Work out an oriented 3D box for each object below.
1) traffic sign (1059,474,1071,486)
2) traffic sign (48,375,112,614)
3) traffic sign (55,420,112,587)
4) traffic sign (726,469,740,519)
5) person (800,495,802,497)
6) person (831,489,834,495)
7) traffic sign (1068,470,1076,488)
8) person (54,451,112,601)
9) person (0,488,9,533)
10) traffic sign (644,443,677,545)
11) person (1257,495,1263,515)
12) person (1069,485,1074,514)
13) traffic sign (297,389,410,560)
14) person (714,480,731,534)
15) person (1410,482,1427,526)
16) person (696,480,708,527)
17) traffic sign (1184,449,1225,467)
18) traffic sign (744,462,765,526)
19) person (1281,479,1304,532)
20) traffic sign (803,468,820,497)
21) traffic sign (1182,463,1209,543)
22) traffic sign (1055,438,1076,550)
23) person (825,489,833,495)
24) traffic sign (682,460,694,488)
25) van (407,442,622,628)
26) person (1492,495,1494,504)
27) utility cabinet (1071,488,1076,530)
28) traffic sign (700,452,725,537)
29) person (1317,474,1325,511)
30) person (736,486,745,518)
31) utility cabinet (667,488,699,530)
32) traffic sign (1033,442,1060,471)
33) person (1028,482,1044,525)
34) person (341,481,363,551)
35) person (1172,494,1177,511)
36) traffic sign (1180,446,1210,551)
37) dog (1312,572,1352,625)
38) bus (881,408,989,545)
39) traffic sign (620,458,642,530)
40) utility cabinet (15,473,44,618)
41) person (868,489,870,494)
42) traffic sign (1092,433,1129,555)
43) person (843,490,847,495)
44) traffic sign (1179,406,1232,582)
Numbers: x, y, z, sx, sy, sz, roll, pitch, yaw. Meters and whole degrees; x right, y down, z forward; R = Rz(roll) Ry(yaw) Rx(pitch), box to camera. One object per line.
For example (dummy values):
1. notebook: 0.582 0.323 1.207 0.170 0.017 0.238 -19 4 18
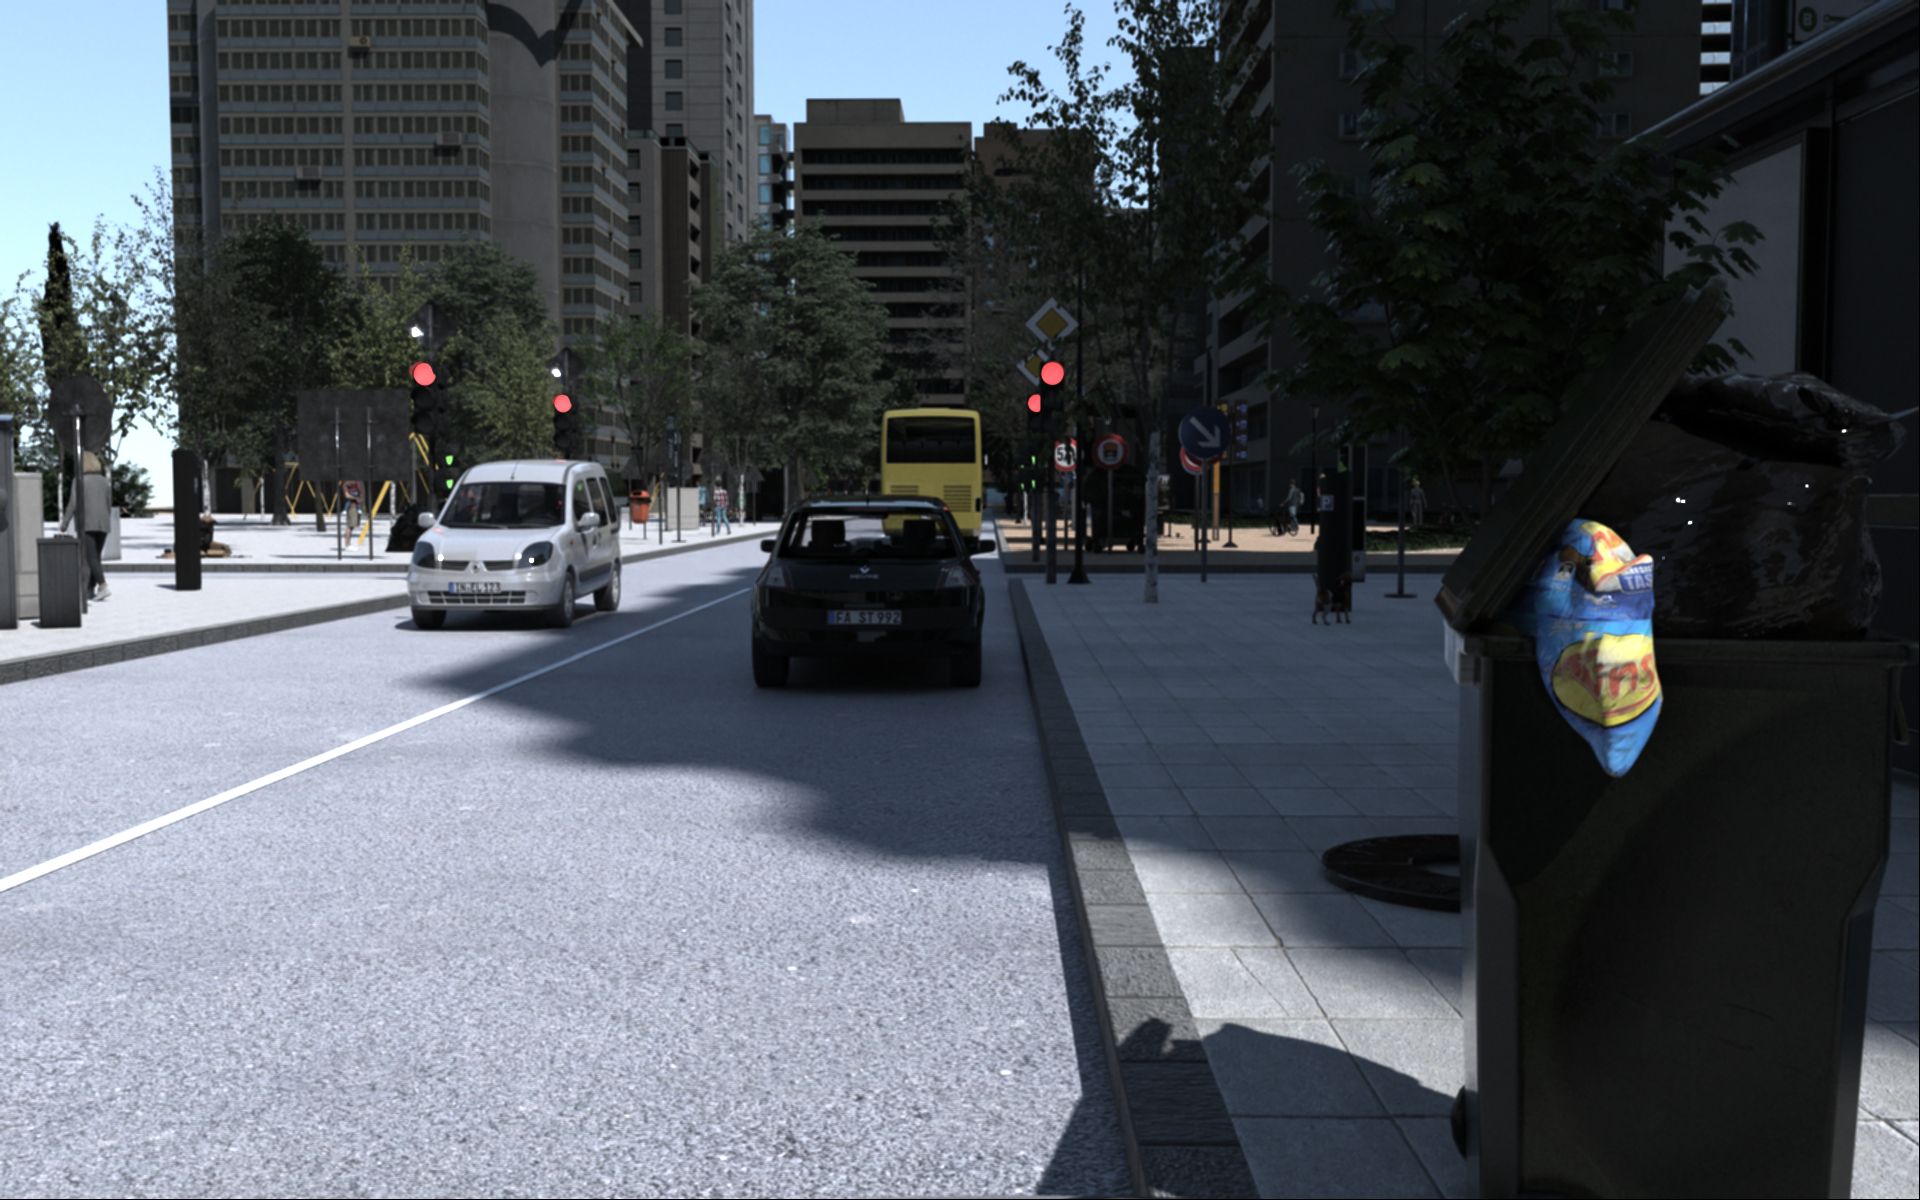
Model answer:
1. traffic sign: 6.582 -6.625 108.430 0.768 2.556 0.104 0 4 1
2. traffic sign: -9.402 -1.125 18.497 0.768 2.556 0.104 1 4 11
3. traffic sign: -11.489 -1.382 22.702 0.768 2.556 0.104 0 4 1
4. traffic sign: -11.589 -5.420 88.724 0.768 2.556 0.104 0 4 3
5. person: -16.346 -10.185 172.579 1.348 1.822 0.705 1 4 12
6. person: -13.337 -10.683 180.787 0.705 1.814 1.350 1 4 11
7. traffic sign: 4.964 -4.573 74.882 0.768 2.556 0.104 0 4 3
8. person: -10.518 -0.894 20.843 0.728 1.800 0.709 2 4 31
9. person: -6.099 -0.112 10.515 0.592 1.802 0.473 -2 4 -26
10. traffic sign: -7.587 -2.681 43.844 0.884 2.594 0.081 1 4 10
11. person: 14.028 -4.299 81.021 0.332 1.250 0.352 0 4 -3
12. person: 6.979 -6.133 106.200 0.514 1.842 0.818 -1 4 -22
13. traffic sign: -11.783 -2.433 33.661 2.265 3.308 0.079 0 4 7
14. person: -7.602 -2.944 55.021 0.563 1.720 0.643 -3 5 -41
15. person: 17.381 -3.627 65.761 0.576 1.772 0.534 -1 4 -10
16. person: -10.287 -3.832 68.564 0.638 1.841 0.748 -1 4 -9
17. traffic sign: 4.553 -1.968 32.282 0.768 2.556 0.104 1 4 11
18. traffic sign: -8.359 -4.303 70.359 0.884 2.594 0.081 0 4 3
19. person: 11.421 -3.243 59.408 0.721 1.781 0.623 2 4 25
20. traffic sign: -7.443 -5.315 86.900 0.884 2.594 0.081 1 4 9
21. traffic sign: 6.143 -2.747 45.022 0.768 2.556 0.104 0 4 3
22. traffic sign: 2.413 -2.399 39.332 0.768 2.556 0.104 0 4 4
23. person: -12.954 -10.121 171.486 1.348 1.831 0.705 -2 4 -28
24. traffic sign: -10.213 -3.906 63.971 0.768 2.556 0.104 1 4 9
25. van: -5.014 -0.785 19.842 2.013 2.044 4.112 0 4 0
26. person: 23.052 -4.149 75.693 0.589 1.601 0.330 2 4 24
27. utility cabinet: 4.434 -3.168 60.473 1.173 1.500 0.318 -2 4 -35
28. traffic sign: -7.417 -3.171 51.954 0.768 2.556 0.104 0 4 5
29. person: 9.972 -2.517 47.163 0.580 1.828 0.573 0 4 -8
30. person: -11.821 -5.340 93.601 0.600 1.795 0.529 -2 4 -30
31. utility cabinet: -9.880 -3.234 61.559 1.173 1.500 0.318 -2 4 -25
32. traffic sign: 2.055 -2.417 39.526 0.884 2.594 0.081 0 4 6
33. person: 2.765 -3.484 63.426 0.576 1.772 0.534 -2 4 -25
34. person: -13.767 -2.029 39.198 0.580 1.828 0.573 3 4 37
35. person: 13.357 -5.978 108.052 0.640 1.303 0.475 -1 4 -19
36. traffic sign: 5.303 -2.361 38.711 0.768 2.556 0.104 1 4 8
37. dog: 3.680 -0.019 17.140 0.406 0.507 0.540 1 4 10
38. bus: -0.630 -3.535 49.341 2.896 3.916 12.252 0 4 1
39. traffic sign: -11.838 -3.802 62.158 0.884 2.594 0.081 1 4 8
40. utility cabinet: -10.004 -0.567 17.949 1.173 1.500 0.318 2 4 28
41. person: -9.352 -10.443 176.787 0.705 1.824 1.348 -1 4 -23
42. traffic sign: 3.169 -2.226 36.506 0.768 2.556 0.104 0 4 8
43. person: -11.166 -9.930 169.198 0.445 1.727 0.742 1 4 19
44. traffic sign: 3.553 -1.532 25.153 0.768 2.556 0.104 0 4 3
